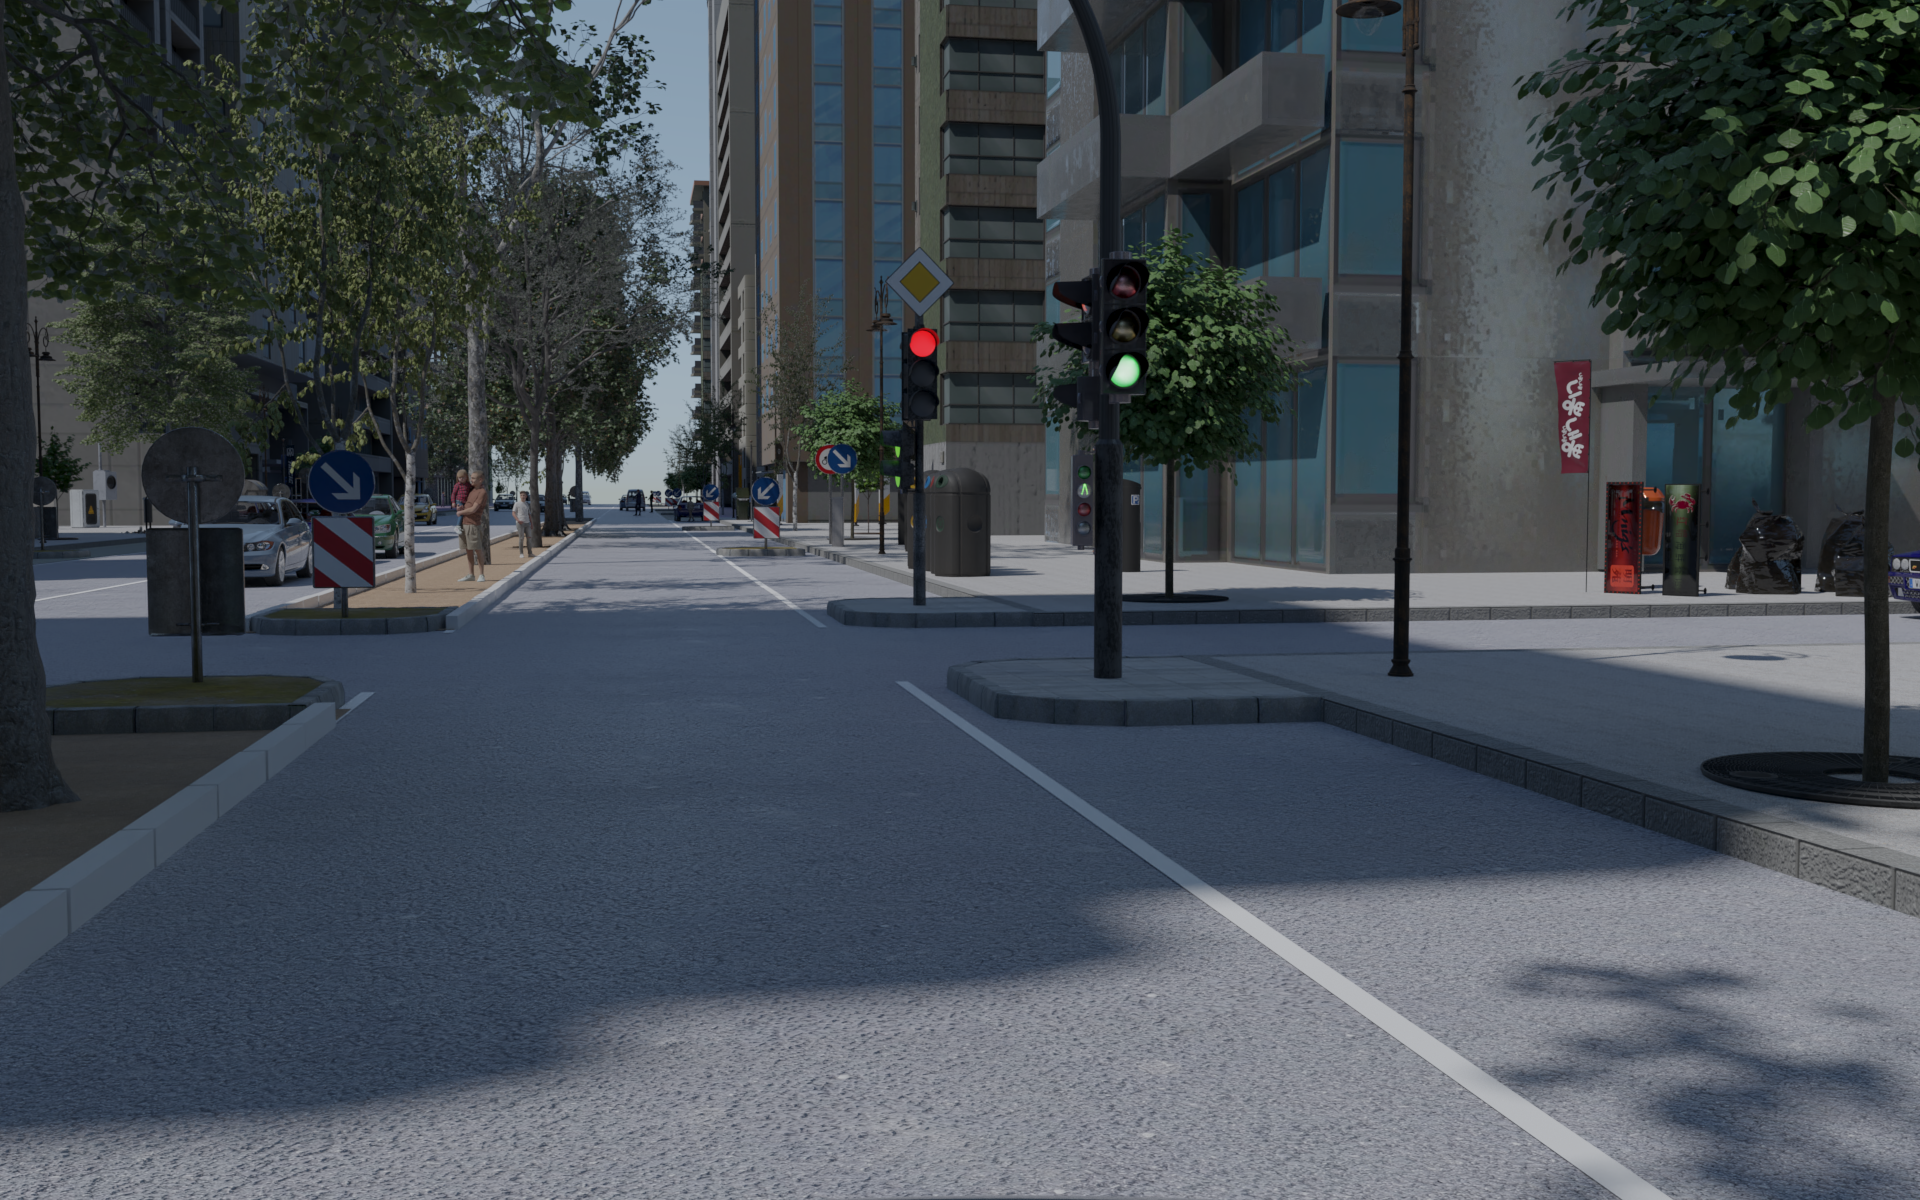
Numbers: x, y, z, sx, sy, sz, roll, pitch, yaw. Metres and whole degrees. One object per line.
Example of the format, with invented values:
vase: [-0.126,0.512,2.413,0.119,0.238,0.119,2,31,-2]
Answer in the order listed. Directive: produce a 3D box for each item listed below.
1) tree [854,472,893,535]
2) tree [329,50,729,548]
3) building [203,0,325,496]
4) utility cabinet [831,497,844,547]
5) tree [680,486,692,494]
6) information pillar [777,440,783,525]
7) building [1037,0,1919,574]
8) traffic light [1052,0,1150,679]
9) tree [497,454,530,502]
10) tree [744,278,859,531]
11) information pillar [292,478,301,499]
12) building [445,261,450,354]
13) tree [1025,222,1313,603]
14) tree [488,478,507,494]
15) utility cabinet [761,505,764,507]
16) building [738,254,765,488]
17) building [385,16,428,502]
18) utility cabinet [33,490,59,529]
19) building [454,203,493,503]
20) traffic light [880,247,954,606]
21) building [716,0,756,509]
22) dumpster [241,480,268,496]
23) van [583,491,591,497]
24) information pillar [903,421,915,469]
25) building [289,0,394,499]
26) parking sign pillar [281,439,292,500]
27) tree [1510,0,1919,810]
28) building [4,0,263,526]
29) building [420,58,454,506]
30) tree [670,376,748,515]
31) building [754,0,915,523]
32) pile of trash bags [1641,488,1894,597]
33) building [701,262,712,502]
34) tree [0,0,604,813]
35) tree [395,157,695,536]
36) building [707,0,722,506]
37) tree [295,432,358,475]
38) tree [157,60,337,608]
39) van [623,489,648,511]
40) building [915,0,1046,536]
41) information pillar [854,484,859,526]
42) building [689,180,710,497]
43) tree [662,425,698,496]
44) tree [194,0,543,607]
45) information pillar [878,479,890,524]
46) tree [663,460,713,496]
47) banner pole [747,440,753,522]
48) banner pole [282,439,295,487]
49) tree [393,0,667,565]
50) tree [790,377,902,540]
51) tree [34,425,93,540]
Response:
tree: [-2.868,-3.692,54.964,1.663,3.219,1.824,0,3,0]
tree: [-11.351,-8.135,45.842,12.009,13.543,11.850,0,3,0]
building: [-53.199,-31.275,100.586,28.713,52.752,27.495,-1,4,-11]
utility cabinet: [-3.010,-1.925,42.636,0.306,1.237,1.020,0,4,-3]
tree: [-31.567,-12.590,200.454,1.663,3.219,1.824,0,3,0]
information pillar: [-7.538,-4.950,72.287,0.183,3.616,0.504,1,4,22]
building: [16.640,-25.583,37.896,30.456,49.044,23.786,-1,4,-11]
traffic light: [-1.035,-2.252,11.491,4.771,5.953,1.251,-1,4,-11]
tree: [-61.423,-17.768,240.874,4.360,8.622,3.978,0,3,0]
tree: [-5.634,-6.714,60.130,4.360,8.622,3.978,0,3,0]
information pillar: [-30.604,-4.613,79.916,0.304,2.012,0.304,2,4,31]
building: [-75.812,-31.886,213.221,32.217,40.220,23.993,-1,4,-11]
tree: [2.614,-2.273,20.877,4.285,4.588,4.351,0,3,0]
tree: [-55.666,-13.127,209.219,1.663,3.219,1.824,0,3,0]
utility cabinet: [-10.420,-5.081,94.242,0.306,1.237,1.020,3,5,44]
building: [-2.301,-17.657,133.730,27.650,21.520,28.899,-1,4,-11]
building: [-52.583,-30.210,144.052,14.600,45.320,14.200,-1,4,-11]
utility cabinet: [-33.566,-3.334,63.194,1.173,1.500,0.318,0,4,2]
building: [-71.206,-33.666,234.038,14.154,41.232,14.086,-1,4,-11]
traffic light: [-0.486,-1.893,19.865,0.839,4.253,0.868,-1,4,-11]
building: [-10.667,-32.616,156.973,21.300,48.544,21.600,-1,4,-11]
dumpster: [-28.863,-3.941,70.198,1.264,1.857,1.865,-1,4,-11]
van: [-52.326,-14.313,241.025,2.013,2.044,4.112,-1,4,-9]
information pillar: [-1.598,-3.894,55.018,0.504,3.616,0.183,0,4,5]
building: [-54.016,-30.691,125.497,21.300,48.544,21.600,-1,4,-11]
parking sign pillar: [-32.957,-5.896,84.875,1.447,3.967,1.447,-1,4,-18]
tree: [4.162,-1.460,7.587,4.285,4.588,4.351,0,3,0]
building: [-43.314,-39.030,76.391,20.563,71.187,20.611,-1,4,-11]
building: [-66.787,-34.703,187.002,23.786,49.044,30.456,-1,4,-11]
tree: [-14.859,-9.563,106.716,4.737,8.622,4.395,0,3,0]
building: [-2.366,-26.442,82.438,14.600,45.320,14.200,-1,4,-11]
pile of trash bags: [10.516,-0.805,22.921,3.447,1.369,1.912,2,4,33]
building: [-25.470,-27.271,217.582,14.160,30.474,14.107,-1,4,-11]
tree: [-4.179,-5.295,7.158,7.486,12.596,7.792,0,3,0]
tree: [-13.813,-8.489,58.264,9.611,12.733,9.660,0,3,0]
building: [-17.803,-40.042,196.680,21.231,58.520,28.212,-1,4,-11]
tree: [-32.131,-6.413,88.572,4.285,4.588,4.351,0,3,0]
tree: [-7.101,-4.084,19.585,4.737,8.622,4.395,0,3,0]
van: [-27.437,-8.527,146.433,2.013,2.044,4.112,-1,4,-11]
building: [5.191,-17.653,60.330,14.160,30.474,14.107,-1,4,-11]
information pillar: [-4.146,-4.766,69.282,0.183,3.616,0.504,1,4,13]
building: [-25.831,-35.736,238.906,22.147,44.769,28.867,-1,4,-11]
tree: [-28.907,-14.091,180.752,4.360,8.622,3.978,0,3,0]
tree: [-7.993,-4.409,24.903,4.737,8.622,4.395,0,3,0]
information pillar: [-3.216,-5.011,73.278,0.504,3.616,0.183,-2,4,-28]
tree: [-24.210,-10.743,159.355,4.285,4.588,4.351,0,3,0]
banner pole: [-9.675,-5.536,80.528,0.401,3.779,0.863,0,4,-1]
banner pole: [-30.299,-5.387,78.099,0.863,3.779,0.401,1,4,20]
tree: [-8.298,-10.719,33.609,12.611,20.169,13.585,0,3,0]
tree: [-3.100,-3.966,48.556,4.285,4.588,4.351,0,3,0]
tree: [-25.402,-3.302,48.587,1.663,3.219,1.824,0,3,0]
